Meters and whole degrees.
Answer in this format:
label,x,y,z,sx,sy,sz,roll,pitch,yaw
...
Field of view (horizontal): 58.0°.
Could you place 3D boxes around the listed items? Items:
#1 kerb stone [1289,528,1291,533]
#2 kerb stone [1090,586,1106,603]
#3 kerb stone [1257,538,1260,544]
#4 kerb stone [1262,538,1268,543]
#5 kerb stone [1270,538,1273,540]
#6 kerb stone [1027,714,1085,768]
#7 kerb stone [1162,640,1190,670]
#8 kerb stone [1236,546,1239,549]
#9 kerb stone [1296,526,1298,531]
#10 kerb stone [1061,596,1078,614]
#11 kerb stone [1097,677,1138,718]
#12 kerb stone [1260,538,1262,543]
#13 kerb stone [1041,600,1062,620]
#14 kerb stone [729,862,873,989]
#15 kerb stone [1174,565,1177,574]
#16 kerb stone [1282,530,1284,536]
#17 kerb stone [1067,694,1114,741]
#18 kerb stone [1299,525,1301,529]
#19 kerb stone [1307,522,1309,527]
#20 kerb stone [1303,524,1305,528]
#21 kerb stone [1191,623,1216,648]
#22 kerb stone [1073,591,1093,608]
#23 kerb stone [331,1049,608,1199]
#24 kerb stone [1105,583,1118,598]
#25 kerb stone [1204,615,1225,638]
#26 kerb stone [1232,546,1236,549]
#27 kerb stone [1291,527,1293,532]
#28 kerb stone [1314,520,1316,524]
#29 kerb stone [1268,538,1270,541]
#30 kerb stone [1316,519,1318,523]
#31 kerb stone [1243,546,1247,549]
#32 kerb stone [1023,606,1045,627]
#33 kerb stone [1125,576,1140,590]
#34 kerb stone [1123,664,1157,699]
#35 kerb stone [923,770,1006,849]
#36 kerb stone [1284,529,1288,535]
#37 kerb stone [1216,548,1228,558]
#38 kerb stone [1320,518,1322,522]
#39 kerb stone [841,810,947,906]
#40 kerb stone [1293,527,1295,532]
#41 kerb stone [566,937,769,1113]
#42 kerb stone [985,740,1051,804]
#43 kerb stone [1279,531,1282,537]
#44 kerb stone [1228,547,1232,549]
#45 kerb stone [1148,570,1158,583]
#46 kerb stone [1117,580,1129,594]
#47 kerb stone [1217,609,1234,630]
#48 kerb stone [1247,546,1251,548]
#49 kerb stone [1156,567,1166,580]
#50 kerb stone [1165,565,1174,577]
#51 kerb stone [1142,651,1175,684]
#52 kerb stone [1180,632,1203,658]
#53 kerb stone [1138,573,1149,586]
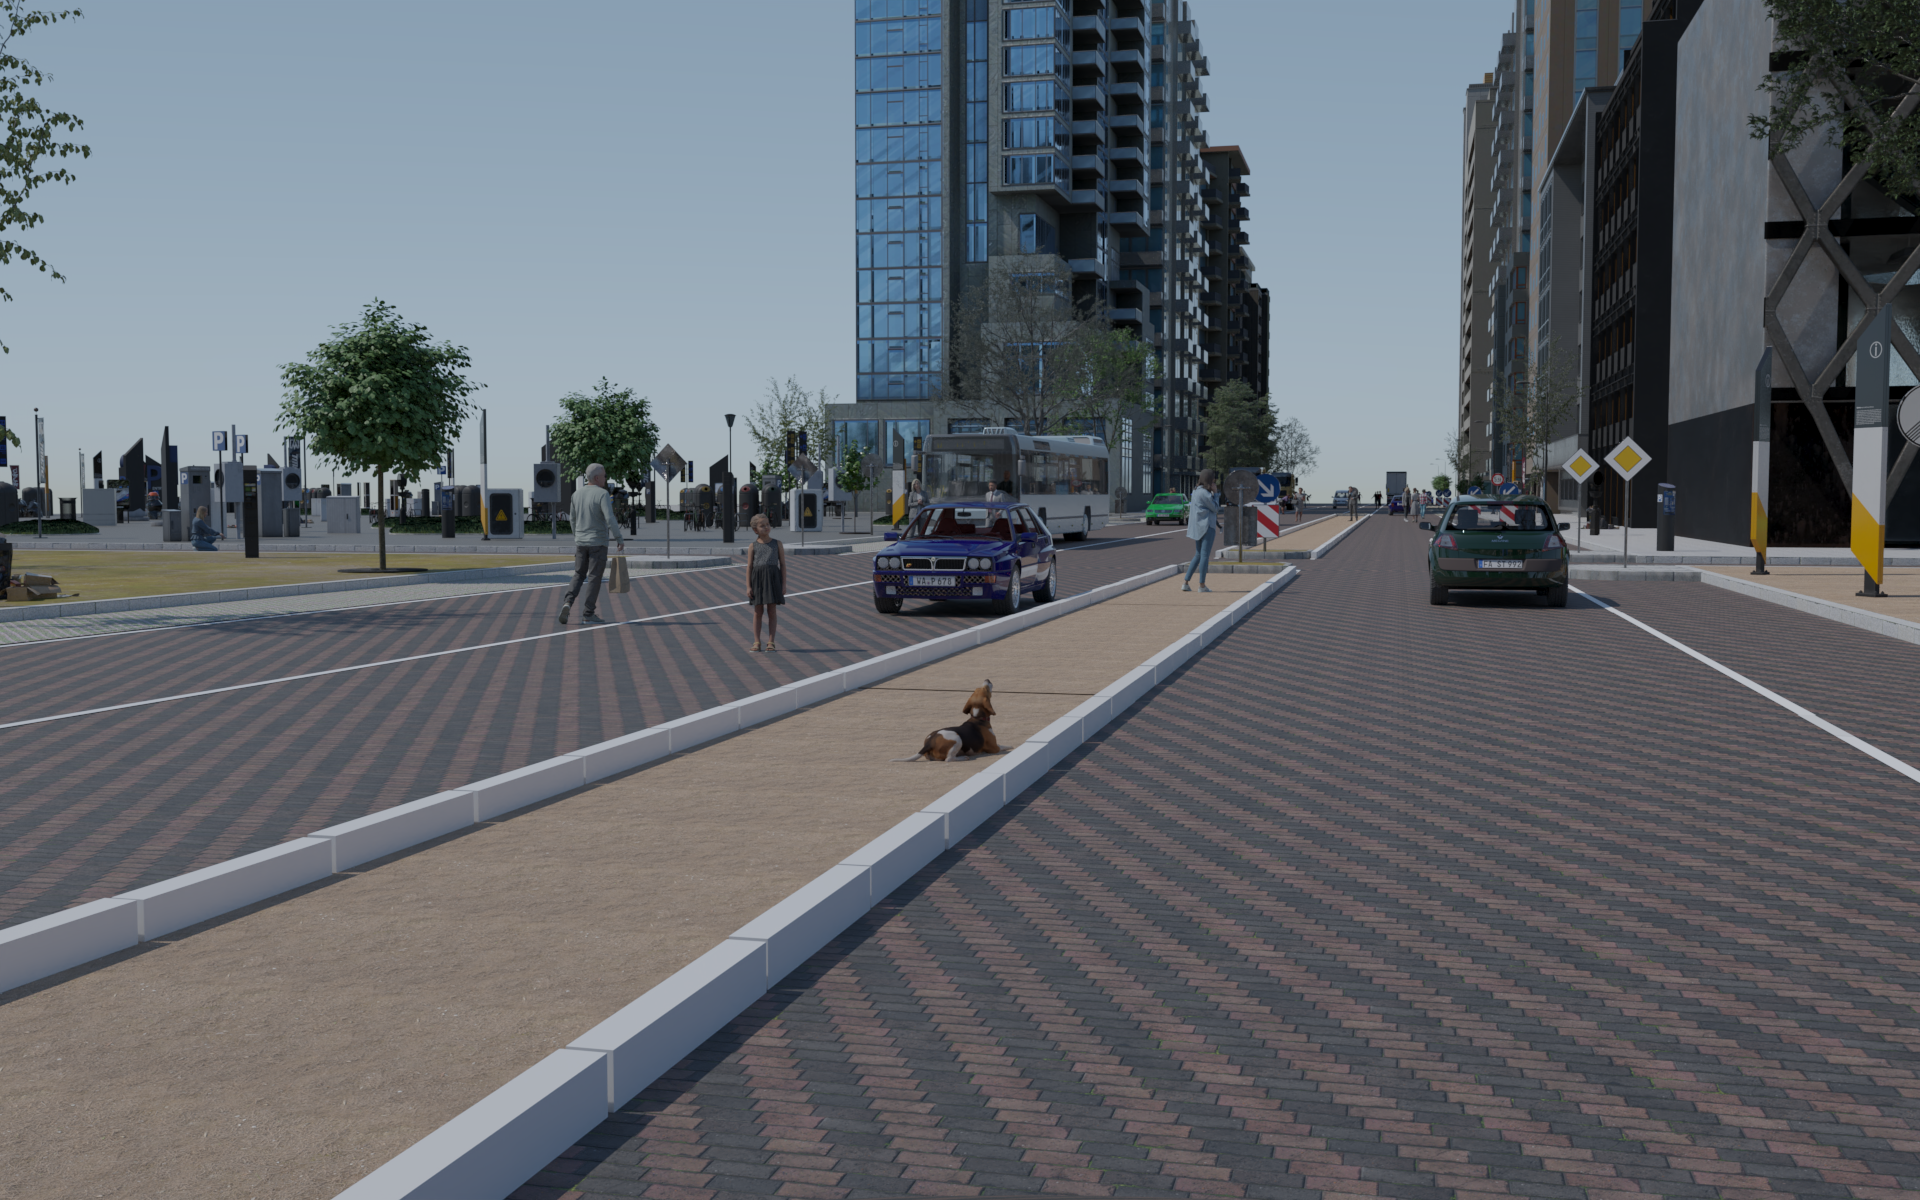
label,x,y,z,sx,sy,sz,roll,pitch,yaw
kerb stone,11.707,-2.446,62.193,0.120,0.150,1.000,1,4,14
kerb stone,1.756,-0.043,22.906,0.120,0.150,1.000,1,4,14
kerb stone,8.188,-1.595,48.280,0.120,0.150,1.000,1,4,14
kerb stone,8.935,-1.772,51.258,0.120,0.150,1.000,1,4,14
kerb stone,9.438,-1.899,53.249,0.120,0.150,1.000,1,4,14
kerb stone,0.522,0.778,9.478,0.120,0.150,1.000,1,4,14
kerb stone,1.781,0.475,14.457,0.120,0.150,1.000,1,4,14
kerb stone,6.680,-1.227,42.321,0.120,0.150,1.000,1,4,14
kerb stone,12.715,-2.690,66.176,0.120,0.150,1.000,1,4,14
kerb stone,1.250,0.083,20.920,0.120,0.150,1.000,1,4,14
kerb stone,1.028,0.656,11.472,0.120,0.150,1.000,1,4,14
kerb stone,8.430,-1.655,49.274,0.120,0.150,1.000,1,4,14
kerb stone,0.993,0.139,19.919,0.120,0.150,1.000,1,4,14
kerb stone,-0.490,1.021,5.497,0.120,0.150,1.000,1,4,14
kerb stone,3.772,-0.531,30.871,0.120,0.150,1.000,1,4,14
kerb stone,10.696,-2.203,58.218,0.120,0.150,1.000,1,4,14
kerb stone,0.775,0.718,10.480,0.120,0.150,1.000,1,4,14
kerb stone,13.218,-2.811,68.165,0.120,0.150,1.000,1,4,14
kerb stone,14.729,-3.173,74.123,0.120,0.150,1.000,1,4,14
kerb stone,13.975,-2.994,71.140,0.120,0.150,1.000,1,4,14
kerb stone,2.291,0.352,16.445,0.120,0.150,1.000,1,4,14
kerb stone,1.501,0.017,21.916,0.120,0.150,1.000,1,4,14
kerb stone,-0.991,1.143,3.510,0.120,0.150,1.000,1,4,14
kerb stone,2.010,-0.105,23.907,0.120,0.150,1.000,1,4,14
kerb stone,2.538,0.291,17.439,0.120,0.150,1.000,1,4,14
kerb stone,6.422,-1.170,41.326,0.120,0.150,1.000,1,4,14
kerb stone,11.962,-2.508,63.194,0.120,0.150,1.000,1,4,14
kerb stone,16.247,-3.538,80.092,0.120,0.150,1.000,1,4,14
kerb stone,9.186,-1.837,52.250,0.120,0.150,1.000,1,4,14
kerb stone,16.744,-3.660,82.074,0.120,0.150,1.000,1,4,14
kerb stone,7.180,-1.352,44.311,0.120,0.150,1.000,1,4,14
kerb stone,0.747,0.202,18.926,0.120,0.150,1.000,1,4,14
kerb stone,2.514,-0.226,25.891,0.120,0.150,1.000,1,4,14
kerb stone,1.274,0.600,12.469,0.120,0.150,1.000,1,4,14
kerb stone,0.019,0.900,7.478,0.120,0.150,1.000,1,4,14
kerb stone,11.208,-2.325,60.208,0.120,0.150,1.000,1,4,14
kerb stone,5.917,-1.048,39.334,0.120,0.150,1.000,1,4,14
kerb stone,17.752,-3.900,86.044,0.120,0.150,1.000,1,4,14
kerb stone,-0.242,0.962,6.489,0.120,0.150,1.000,1,4,14
kerb stone,12.217,-2.569,64.192,0.120,0.150,1.000,1,4,14
kerb stone,-0.737,1.085,4.505,0.120,0.150,1.000,1,4,14
kerb stone,0.274,0.843,8.474,0.120,0.150,1.000,1,4,14
kerb stone,10.453,-2.142,57.225,0.120,0.150,1.000,1,4,14
kerb stone,6.176,-1.105,40.323,0.120,0.150,1.000,1,4,14
kerb stone,3.020,-0.343,27.893,0.120,0.150,1.000,1,4,14
kerb stone,2.261,-0.158,24.898,0.120,0.150,1.000,1,4,14
kerb stone,2.786,0.234,18.435,0.120,0.150,1.000,1,4,14
kerb stone,7.432,-1.413,45.302,0.120,0.150,1.000,1,4,14
kerb stone,3.269,-0.409,28.884,0.120,0.150,1.000,1,4,14
kerb stone,3.519,-0.470,29.875,0.120,0.150,1.000,1,4,14
kerb stone,1.532,0.534,13.465,0.120,0.150,1.000,1,4,14
kerb stone,2.031,0.420,15.456,0.120,0.150,1.000,1,4,14
kerb stone,2.762,-0.286,26.891,0.120,0.150,1.000,1,4,14
